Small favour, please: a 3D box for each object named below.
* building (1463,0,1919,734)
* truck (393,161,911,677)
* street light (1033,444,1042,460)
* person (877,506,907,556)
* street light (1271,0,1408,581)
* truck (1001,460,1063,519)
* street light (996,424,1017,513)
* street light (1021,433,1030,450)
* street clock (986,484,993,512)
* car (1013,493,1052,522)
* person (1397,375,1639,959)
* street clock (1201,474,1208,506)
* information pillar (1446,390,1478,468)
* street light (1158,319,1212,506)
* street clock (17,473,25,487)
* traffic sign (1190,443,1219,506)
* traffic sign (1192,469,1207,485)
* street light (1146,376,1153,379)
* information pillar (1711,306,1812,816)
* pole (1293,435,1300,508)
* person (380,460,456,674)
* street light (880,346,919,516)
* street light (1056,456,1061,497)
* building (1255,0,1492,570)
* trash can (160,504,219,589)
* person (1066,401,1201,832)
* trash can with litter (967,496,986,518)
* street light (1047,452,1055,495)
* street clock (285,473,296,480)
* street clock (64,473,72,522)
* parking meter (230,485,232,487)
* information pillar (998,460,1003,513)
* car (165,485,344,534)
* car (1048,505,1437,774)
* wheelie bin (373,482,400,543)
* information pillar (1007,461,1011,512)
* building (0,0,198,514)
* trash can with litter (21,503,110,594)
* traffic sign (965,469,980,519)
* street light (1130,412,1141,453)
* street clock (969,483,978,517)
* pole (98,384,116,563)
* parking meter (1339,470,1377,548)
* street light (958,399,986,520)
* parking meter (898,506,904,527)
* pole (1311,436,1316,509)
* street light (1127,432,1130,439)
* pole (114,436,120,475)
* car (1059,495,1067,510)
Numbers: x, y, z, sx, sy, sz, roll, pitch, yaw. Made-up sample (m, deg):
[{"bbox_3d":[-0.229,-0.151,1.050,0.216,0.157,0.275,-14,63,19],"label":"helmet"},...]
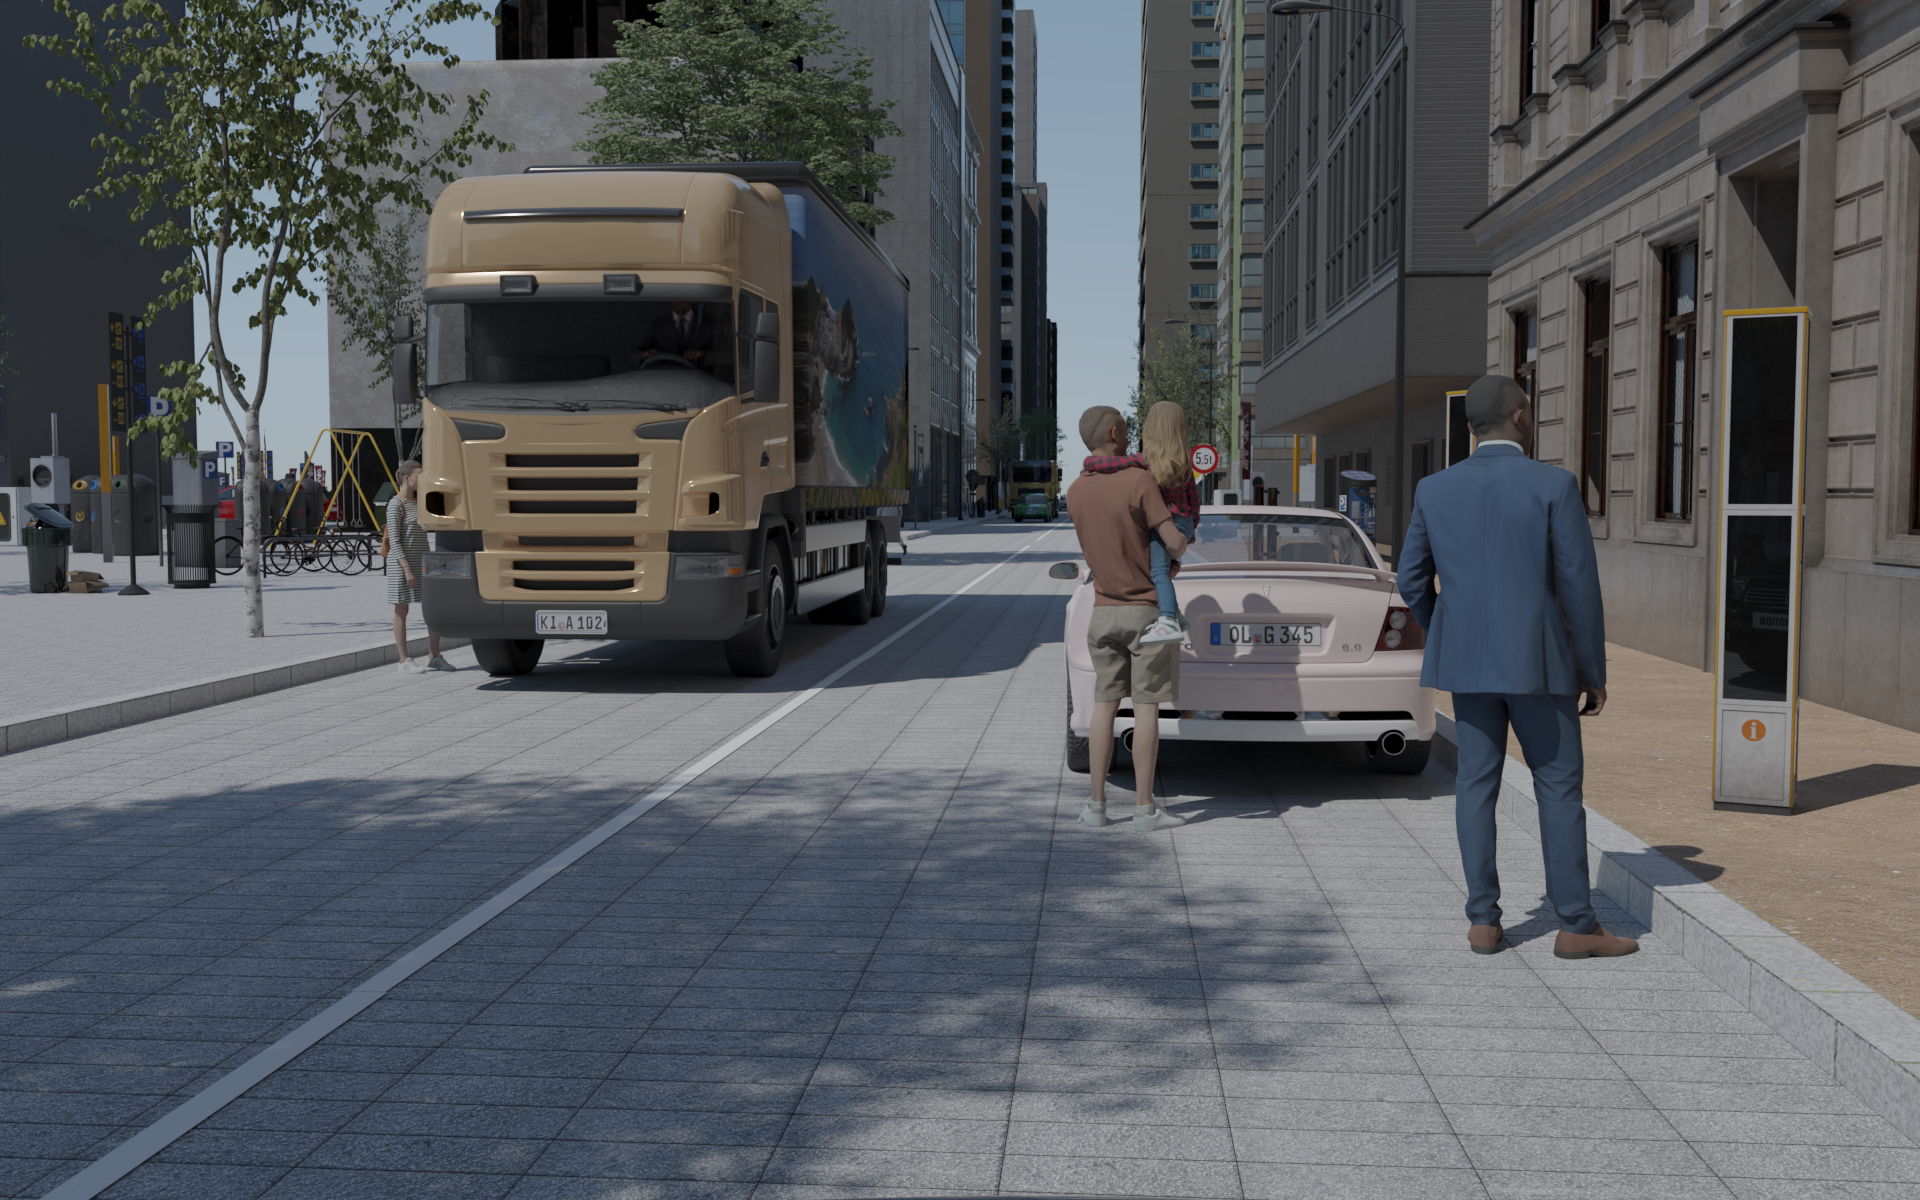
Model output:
[{"bbox_3d":[10.025,-8.934,10.700,10.561,19.102,19.286,0,4,5],"label":"building"},{"bbox_3d":[-2.325,-1.719,17.012,2.839,4.237,11.283,0,4,5],"label":"truck"},{"bbox_3d":[6.973,-11.532,161.081,1.470,5.913,1.316,0,4,5],"label":"street light"},{"bbox_3d":[-1.557,-1.914,39.675,0.818,1.842,0.514,3,5,42],"label":"person"},{"bbox_3d":[3.627,-2.684,16.424,1.470,5.913,1.316,0,4,5],"label":"street light"},{"bbox_3d":[4.400,-6.458,101.514,3.469,3.379,9.791,0,4,5],"label":"truck"},{"bbox_3d":[3.030,-8.658,114.094,1.470,5.913,1.316,0,4,5],"label":"street light"},{"bbox_3d":[4.467,-9.710,131.305,1.470,5.913,1.316,0,4,5],"label":"street light"},{"bbox_3d":[2.122,-7.250,123.113,0.471,2.002,0.358,0,4,6],"label":"street clock"},{"bbox_3d":[3.763,-4.899,88.895,1.959,1.807,4.718,0,4,6],"label":"car"},{"bbox_3d":[1.730,0.201,5.404,0.721,1.800,0.419,2,4,29],"label":"person"},{"bbox_3d":[8.197,-3.247,57.655,0.358,2.002,0.471,0,4,-3],"label":"street clock"},{"bbox_3d":[3.689,-0.485,12.420,0.304,2.012,0.304,-2,4,-23],"label":"information pillar"},{"bbox_3d":[6.114,-4.499,46.093,1.470,5.913,1.316,0,4,5],"label":"street light"},{"bbox_3d":[-32.237,-3.359,59.490,0.358,2.002,0.471,-2,4,-28],"label":"street clock"},{"bbox_3d":[6.154,-2.667,43.707,0.768,2.556,0.104,1,4,14],"label":"traffic sign"},{"bbox_3d":[6.254,-2.599,46.131,0.795,2.450,0.064,0,4,5],"label":"traffic sign"},{"bbox_3d":[8.029,-5.865,68.435,1.470,5.913,1.316,0,4,5],"label":"street light"},{"bbox_3d":[3.248,-0.155,7.021,0.304,2.012,0.304,2,4,29],"label":"information pillar"},{"bbox_3d":[11.019,-3.846,56.728,0.158,3.312,0.155,0,3,0],"label":"pole"},{"bbox_3d":[-4.394,-0.267,13.870,0.522,1.701,0.512,1,4,13],"label":"person"},{"bbox_3d":[-1.972,-5.023,54.668,1.470,5.913,1.316,0,4,5],"label":"street light"},{"bbox_3d":[11.387,-14.757,213.812,1.470,5.913,1.316,0,4,5],"label":"street light"},{"bbox_3d":[13.673,-14.575,31.816,14.314,27.812,24.014,0,4,5],"label":"building"},{"bbox_3d":[-10.483,-0.732,23.615,0.748,1.137,0.748,0,3,0],"label":"trash can"},{"bbox_3d":[0.767,0.061,7.470,0.580,1.828,0.573,0,4,-7],"label":"person"},{"bbox_3d":[0.902,-5.060,94.123,1.055,1.170,0.624,0,4,-2],"label":"trash can with litter"},{"bbox_3d":[9.418,-13.358,190.937,1.470,5.913,1.316,0,4,5],"label":"street light"},{"bbox_3d":[-23.316,-3.411,60.333,0.358,2.002,0.471,0,4,-3],"label":"street clock"},{"bbox_3d":[-30.212,-3.306,58.620,0.358,2.002,0.471,-3,5,-43],"label":"street clock"},{"bbox_3d":[-48.442,-6.672,114.798,0.399,1.863,0.255,1,4,22],"label":"parking meter"},{"bbox_3d":[2.774,-7.893,120.401,0.183,3.616,0.504,-2,4,-35],"label":"information pillar"},{"bbox_3d":[-21.743,-2.731,53.320,5.304,1.827,2.281,0,4,4],"label":"car"},{"bbox_3d":[1.556,0.127,10.285,2.083,1.381,4.827,0,4,4],"label":"car"},{"bbox_3d":[-14.931,-2.295,45.429,0.980,1.594,0.693,3,4,37],"label":"wheelie bin"},{"bbox_3d":[3.429,-7.953,121.387,0.183,3.616,0.504,2,4,26],"label":"information pillar"},{"bbox_3d":[-44.393,-16.663,65.953,24.014,27.812,14.314,0,4,5],"label":"building"},{"bbox_3d":[-11.617,-0.682,22.537,1.055,1.170,0.624,0,4,7],"label":"trash can with litter"},{"bbox_3d":[0.644,-5.424,88.794,0.768,2.556,0.104,1,4,14],"label":"traffic sign"},{"bbox_3d":[10.547,-7.707,98.543,1.470,5.913,1.316,0,4,5],"label":"street light"},{"bbox_3d":[0.744,-5.607,96.237,0.471,2.002,0.358,-1,4,-15],"label":"street clock"},{"bbox_3d":[-15.941,-2.354,32.329,0.158,3.312,0.155,0,3,0],"label":"pole"},{"bbox_3d":[4.087,-0.575,17.811,0.372,1.533,0.369,0,3,0],"label":"parking meter"},{"bbox_3d":[0.567,-6.843,84.423,1.470,5.913,1.316,0,4,5],"label":"street light"},{"bbox_3d":[-2.335,-3.561,66.640,0.372,1.533,0.369,0,3,0],"label":"parking meter"},{"bbox_3d":[12.530,-4.123,61.255,0.158,3.312,0.155,0,3,0],"label":"pole"},{"bbox_3d":[13.070,-9.566,128.947,1.470,5.913,1.316,0,4,5],"label":"street light"},{"bbox_3d":[-29.698,-4.107,60.998,0.158,3.312,0.155,0,3,0],"label":"pole"},{"bbox_3d":[9.621,-8.651,153.810,2.083,1.381,4.827,0,4,6],"label":"car"}]
